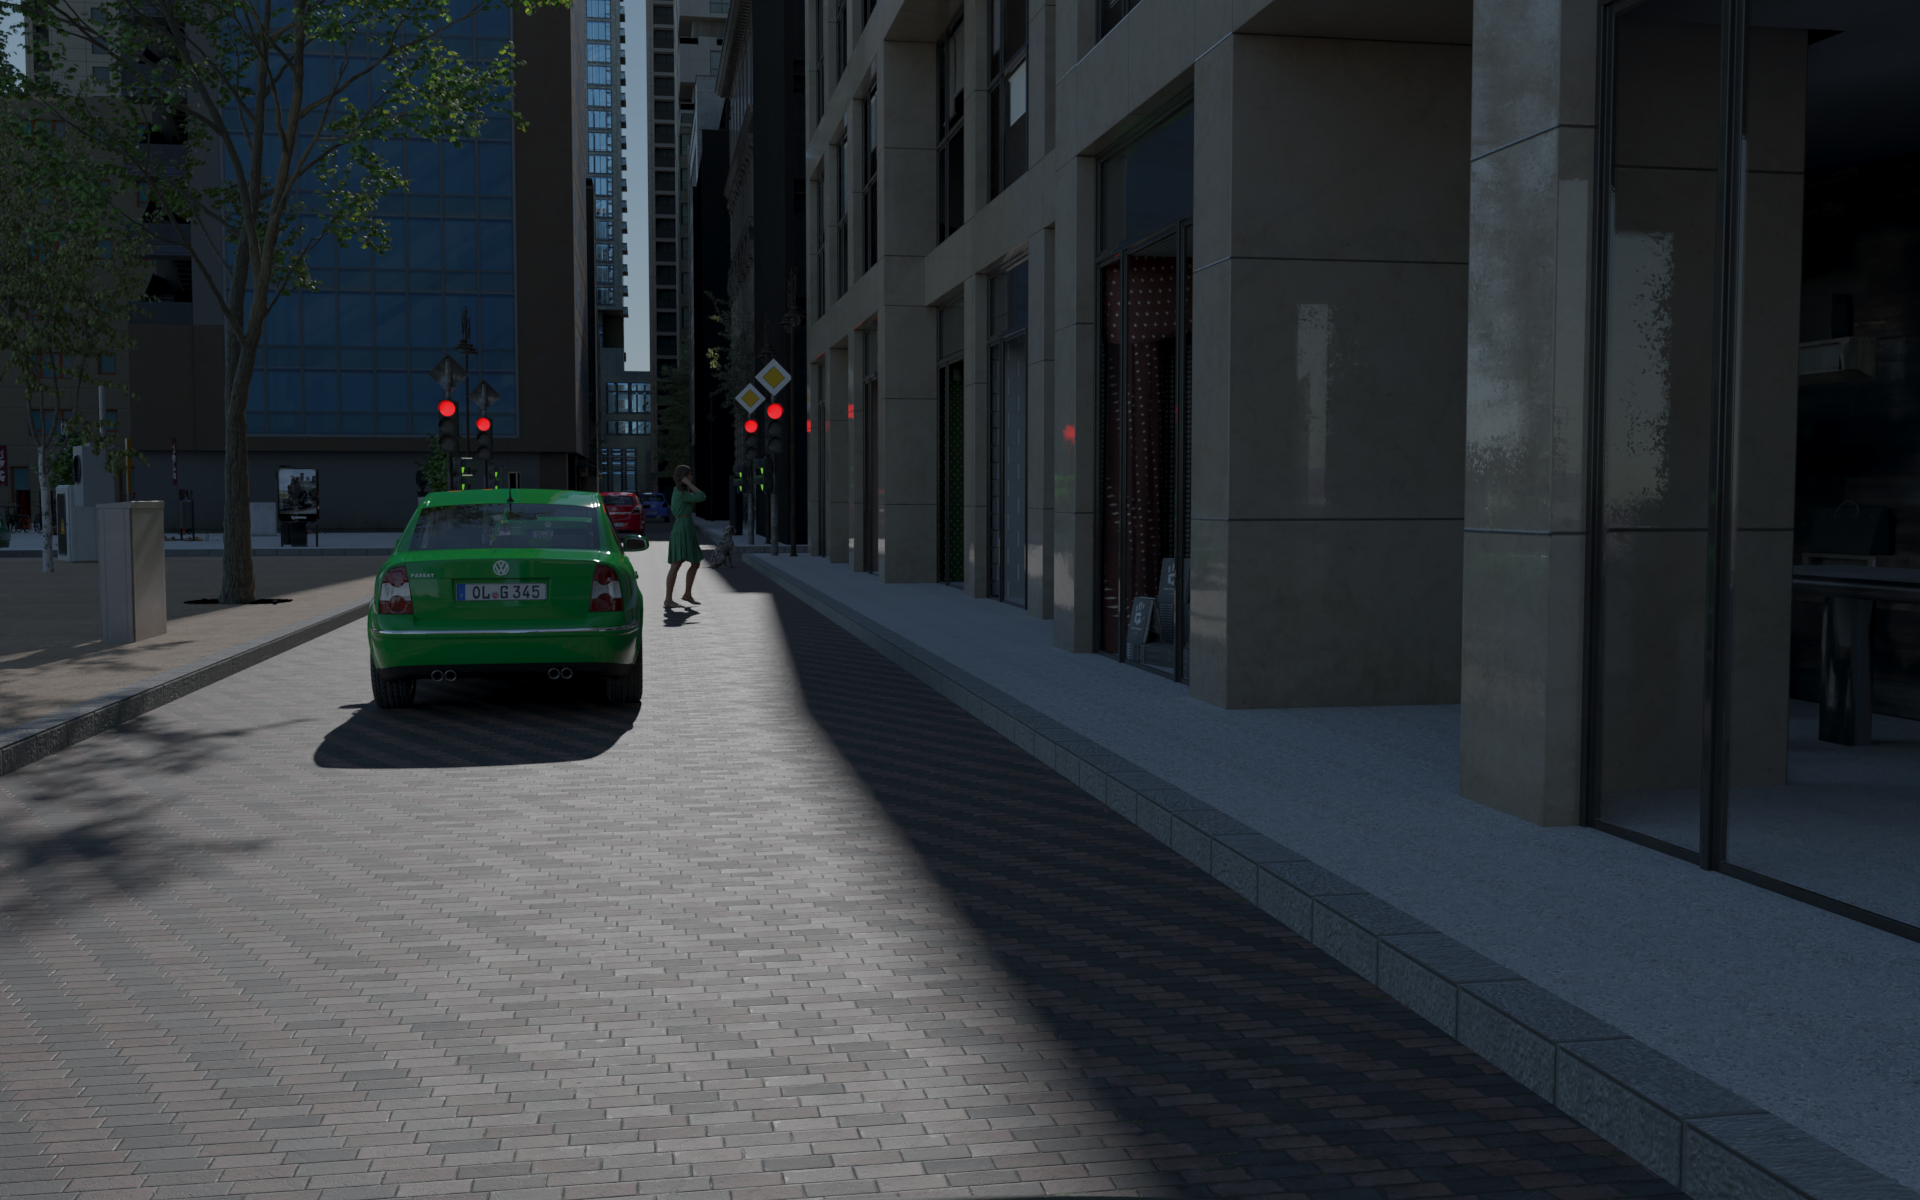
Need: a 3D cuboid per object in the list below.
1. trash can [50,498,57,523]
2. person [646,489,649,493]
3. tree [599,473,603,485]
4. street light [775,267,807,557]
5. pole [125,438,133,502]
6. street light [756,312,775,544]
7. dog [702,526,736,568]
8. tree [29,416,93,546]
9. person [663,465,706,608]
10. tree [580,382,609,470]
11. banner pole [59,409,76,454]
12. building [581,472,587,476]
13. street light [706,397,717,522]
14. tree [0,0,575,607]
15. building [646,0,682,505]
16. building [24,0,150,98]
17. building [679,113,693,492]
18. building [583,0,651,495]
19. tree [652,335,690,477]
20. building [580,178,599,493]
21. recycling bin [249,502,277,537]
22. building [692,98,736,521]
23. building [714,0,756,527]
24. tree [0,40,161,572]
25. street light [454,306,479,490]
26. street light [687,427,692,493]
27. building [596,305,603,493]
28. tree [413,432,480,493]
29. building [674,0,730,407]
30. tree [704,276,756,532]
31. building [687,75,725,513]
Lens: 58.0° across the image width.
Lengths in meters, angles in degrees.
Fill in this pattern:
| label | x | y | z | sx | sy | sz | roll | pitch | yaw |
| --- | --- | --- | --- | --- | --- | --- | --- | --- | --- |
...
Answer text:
| label | x | y | z | sx | sy | sz | roll | pitch | yaw |
| --- | --- | --- | --- | --- | --- | --- | --- | --- | --- |
| trash can | -32.233 | -3.065 | 61.764 | 0.748 | 1.137 | 0.748 | 0 | 3 | 0 |
| person | -26.486 | -8.462 | 146.833 | 0.705 | 1.826 | 1.348 | 2 | 4 | 24 |
| tree | -35.093 | -10.911 | 162.107 | 4.285 | 4.588 | 4.351 | 0 | 3 | 0 |
| street light | -3.423 | -3.833 | 35.454 | 0.468 | 5.910 | 1.993 | -1 | 4 | -10 |
| pole | -30.492 | -4.265 | 63.576 | 0.158 | 3.312 | 0.155 | 0 | 3 | 0 |
| street light | -4.920 | -4.372 | 44.266 | 0.468 | 5.910 | 1.993 | -1 | 4 | -10 |
| dog | -4.727 | -1.027 | 33.632 | 0.800 | 0.831 | 0.513 | -1 | 4 | -12 |
| tree | -22.036 | -2.974 | 43.222 | 1.663 | 3.219 | 1.824 | 0 | 3 | 0 |
| person | -3.523 | -0.806 | 21.932 | 0.529 | 1.795 | 0.600 | -2 | 4 | -25 |
| tree | -24.823 | -9.858 | 111.542 | 4.360 | 8.622 | 3.978 | 0 | 3 | 0 |
| banner pole | -26.224 | -3.735 | 51.090 | 0.401 | 3.779 | 0.863 | 1 | 4 | 14 |
| building | -39.410 | -28.959 | 128.102 | 22.147 | 44.769 | 28.867 | -1 | 4 | -10 |
| street light | -11.559 | -6.599 | 80.684 | 0.468 | 5.910 | 1.993 | -1 | 4 | -10 |
| tree | -8.313 | -5.766 | 20.035 | 9.928 | 11.665 | 9.643 | 0 | 3 | 0 |
| building | -27.401 | -47.209 | 210.116 | 20.611 | 71.187 | 20.563 | -1 | 4 | -10 |
| building | -92.807 | -46.503 | 198.569 | 20.611 | 71.187 | 20.563 | -1 | 4 | -10 |
| building | -14.836 | -22.268 | 135.791 | 14.160 | 30.474 | 14.107 | -1 | 4 | -10 |
| building | -52.819 | -54.589 | 205.198 | 31.000 | 86.520 | 22.319 | -1 | 4 | -10 |
| tree | -18.225 | -12.546 | 123.255 | 7.486 | 12.596 | 7.792 | 0 | 3 | 0 |
| building | -38.943 | -23.178 | 150.668 | 14.160 | 30.474 | 14.107 | -1 | 4 | -10 |
| recycling bin | -21.250 | -2.457 | 52.733 | 0.722 | 1.027 | 0.722 | -2 | 4 | -30 |
| building | -7.603 | -16.006 | 91.375 | 12.332 | 23.373 | 15.834 | -1 | 4 | -10 |
| building | -4.280 | -14.915 | 72.740 | 11.050 | 23.489 | 19.941 | -1 | 4 | -10 |
| tree | -14.877 | -4.745 | 27.943 | 4.737 | 8.622 | 4.395 | 0 | 3 | 0 |
| street light | -12.162 | -4.282 | 42.797 | 0.468 | 5.910 | 1.993 | -1 | 4 | -10 |
| street light | -18.284 | -8.850 | 117.482 | 0.468 | 5.910 | 1.993 | -1 | 4 | -10 |
| building | -51.472 | -20.239 | 175.951 | 28.899 | 21.520 | 27.650 | -1 | 4 | -10 |
| tree | -14.066 | -3.221 | 47.272 | 1.663 | 3.219 | 1.824 | 0 | 3 | 0 |
| building | -11.995 | -34.746 | 157.334 | 28.713 | 52.752 | 27.495 | -1 | 4 | -10 |
| tree | -6.763 | -6.612 | 58.470 | 4.360 | 8.622 | 3.978 | 0 | 3 | 0 |
| building | -10.683 | -17.792 | 108.915 | 12.078 | 24.808 | 19.932 | -1 | 4 | -10 |
